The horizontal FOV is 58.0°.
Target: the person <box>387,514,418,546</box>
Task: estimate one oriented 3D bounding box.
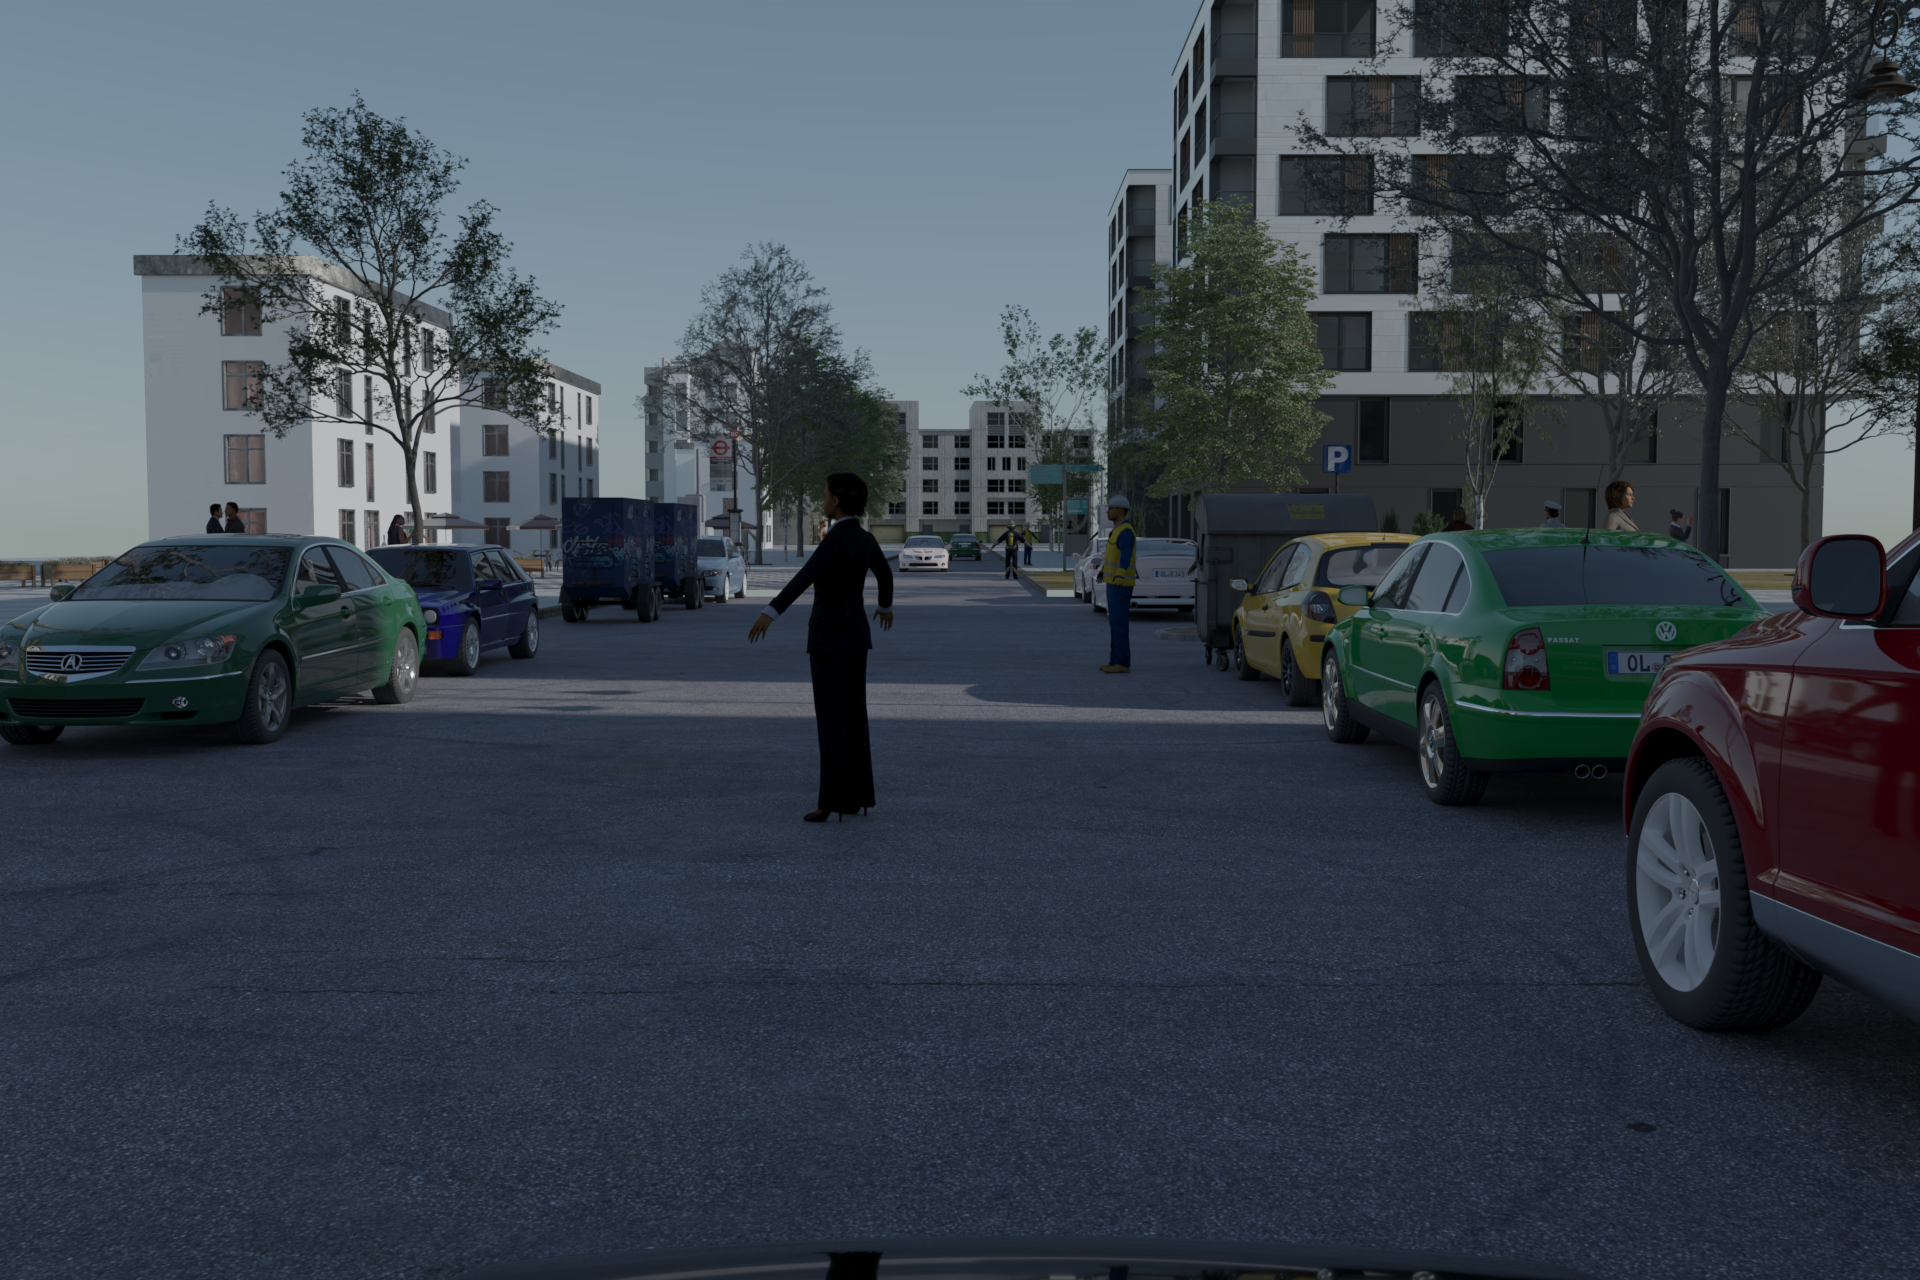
[{"bbox_3d":[-10.146,-1.471,31.568,0.593,1.643,0.415,0,4,-5],"label":"person"}]

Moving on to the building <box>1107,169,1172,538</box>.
[{"bbox_3d":[23.414,-16.483,113.465,27.936,21.610,32.646,0,4,0],"label":"building"}]

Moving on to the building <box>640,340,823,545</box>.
[{"bbox_3d":[-26.029,-22.746,202.829,19.493,23.208,18.063,0,4,0],"label":"building"}]

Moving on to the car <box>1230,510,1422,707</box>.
[{"bbox_3d":[3.558,-0.341,15.796,2.015,1.641,3.980,0,4,0],"label":"car"}]

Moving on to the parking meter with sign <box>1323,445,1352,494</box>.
[{"bbox_3d":[7.355,-2.250,33.056,0.543,3.016,1.738,0,4,0],"label":"parking meter with sign"}]

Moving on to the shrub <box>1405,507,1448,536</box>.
[{"bbox_3d":[12.872,-2.652,47.784,1.690,2.028,1.600,0,3,0],"label":"shrub"}]

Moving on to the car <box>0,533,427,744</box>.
[{"bbox_3d":[-5.592,-0.093,13.315,2.131,1.459,4.920,0,4,0],"label":"car"}]

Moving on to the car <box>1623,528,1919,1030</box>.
[{"bbox_3d":[3.108,0.321,3.417,2.281,1.827,5.304,0,4,-1],"label":"car"}]

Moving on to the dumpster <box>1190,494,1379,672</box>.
[{"bbox_3d":[3.439,-0.628,18.489,1.865,1.857,1.264,0,4,1],"label":"dumpster"}]

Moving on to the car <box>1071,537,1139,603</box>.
[{"bbox_3d":[3.488,-1.540,37.538,2.083,1.381,4.827,0,3,0],"label":"car"}]

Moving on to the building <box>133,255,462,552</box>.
[{"bbox_3d":[-23.885,-7.591,66.255,9.099,9.664,28.070,0,4,0],"label":"building"}]

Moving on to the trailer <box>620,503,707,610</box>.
[{"bbox_3d":[-5.694,-1.551,32.408,1.471,1.999,3.904,0,4,0],"label":"trailer"}]

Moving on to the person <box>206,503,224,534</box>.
[{"bbox_3d":[-13.112,-1.503,30.630,0.704,1.823,1.345,-2,4,-29],"label":"person"}]

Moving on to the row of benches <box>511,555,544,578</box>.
[{"bbox_3d":[-13.772,-2.093,49.682,1.422,0.672,4.104,3,4,38],"label":"row of benches"}]

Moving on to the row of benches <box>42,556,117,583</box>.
[{"bbox_3d":[-24.012,-1.965,47.593,1.422,0.672,4.104,0,4,-5],"label":"row of benches"}]

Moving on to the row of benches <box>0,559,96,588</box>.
[{"bbox_3d":[-22.668,-1.583,41.349,1.422,0.672,4.104,3,4,39],"label":"row of benches"}]

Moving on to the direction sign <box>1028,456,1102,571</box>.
[{"bbox_3d":[3.586,-4.284,58.802,2.525,3.948,1.411,0,4,0],"label":"direction sign"}]

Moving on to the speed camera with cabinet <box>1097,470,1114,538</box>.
[{"bbox_3d":[4.618,-3.601,53.206,0.660,3.252,2.038,0,4,-1],"label":"speed camera with cabinet"}]

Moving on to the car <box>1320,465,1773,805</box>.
[{"bbox_3d":[3.399,-0.105,10.505,1.959,1.807,4.718,0,4,1],"label":"car"}]

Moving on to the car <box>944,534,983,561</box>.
[{"bbox_3d":[0.206,-5.030,94.034,2.131,1.459,4.920,0,4,-1],"label":"car"}]

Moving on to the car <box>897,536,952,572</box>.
[{"bbox_3d":[-1.364,-3.312,66.512,2.083,1.381,4.827,0,3,0],"label":"car"}]

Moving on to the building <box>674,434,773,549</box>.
[{"bbox_3d":[-21.601,-13.245,158.704,9.099,9.664,28.070,0,4,0],"label":"building"}]

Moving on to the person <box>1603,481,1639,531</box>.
[{"bbox_3d":[5.740,-0.496,14.867,0.721,1.744,1.215,2,4,34],"label":"person"}]

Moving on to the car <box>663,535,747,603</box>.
[{"bbox_3d":[-5.668,-1.553,37.393,2.014,1.417,4.499,0,4,1],"label":"car"}]

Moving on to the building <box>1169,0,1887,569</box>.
[{"bbox_3d":[23.360,-14.403,79.467,27.936,21.610,32.646,0,4,1],"label":"building"}]

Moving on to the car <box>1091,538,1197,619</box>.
[{"bbox_3d":[3.368,-1.094,30.248,2.083,1.381,4.827,0,4,-1],"label":"car"}]

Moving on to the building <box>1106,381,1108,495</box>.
[{"bbox_3d":[24.026,-20.423,164.843,19.493,23.208,18.063,0,4,1],"label":"building"}]

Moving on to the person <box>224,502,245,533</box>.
[{"bbox_3d":[-12.081,-1.386,28.726,0.705,1.821,1.348,-3,5,-41],"label":"person"}]

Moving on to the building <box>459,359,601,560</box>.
[{"bbox_3d":[-24.593,-9.464,96.885,9.099,9.664,28.070,0,3,0],"label":"building"}]

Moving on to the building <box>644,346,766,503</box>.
[{"bbox_3d":[-25.712,-19.487,175.026,16.016,20.090,11.380,0,4,1],"label":"building"}]

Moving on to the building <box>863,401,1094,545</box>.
[{"bbox_3d":[1.591,-22.463,236.185,31.486,18.905,16.747,0,4,-2],"label":"building"}]

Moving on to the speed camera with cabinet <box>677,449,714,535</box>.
[{"bbox_3d":[-6.264,-2.854,40.999,0.660,3.252,2.038,0,4,0],"label":"speed camera with cabinet"}]

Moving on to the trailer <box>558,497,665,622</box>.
[{"bbox_3d":[-5.696,-1.259,27.636,1.471,1.999,3.904,0,3,0],"label":"trailer"}]

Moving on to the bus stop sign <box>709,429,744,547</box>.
[{"bbox_3d":[-5.954,-3.394,44.190,0.855,3.939,0.416,0,4,2],"label":"bus stop sign"}]

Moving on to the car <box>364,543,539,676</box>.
[{"bbox_3d":[-5.775,-0.374,18.690,1.945,1.354,3.894,0,3,0],"label":"car"}]

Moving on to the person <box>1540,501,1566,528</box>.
[{"bbox_3d":[8.773,-1.189,25.896,1.216,1.778,0.721,-1,4,-21],"label":"person"}]

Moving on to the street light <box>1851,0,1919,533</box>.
[{"bbox_3d":[7.386,-2.475,13.246,0.468,5.910,1.993,0,4,0],"label":"street light"}]
